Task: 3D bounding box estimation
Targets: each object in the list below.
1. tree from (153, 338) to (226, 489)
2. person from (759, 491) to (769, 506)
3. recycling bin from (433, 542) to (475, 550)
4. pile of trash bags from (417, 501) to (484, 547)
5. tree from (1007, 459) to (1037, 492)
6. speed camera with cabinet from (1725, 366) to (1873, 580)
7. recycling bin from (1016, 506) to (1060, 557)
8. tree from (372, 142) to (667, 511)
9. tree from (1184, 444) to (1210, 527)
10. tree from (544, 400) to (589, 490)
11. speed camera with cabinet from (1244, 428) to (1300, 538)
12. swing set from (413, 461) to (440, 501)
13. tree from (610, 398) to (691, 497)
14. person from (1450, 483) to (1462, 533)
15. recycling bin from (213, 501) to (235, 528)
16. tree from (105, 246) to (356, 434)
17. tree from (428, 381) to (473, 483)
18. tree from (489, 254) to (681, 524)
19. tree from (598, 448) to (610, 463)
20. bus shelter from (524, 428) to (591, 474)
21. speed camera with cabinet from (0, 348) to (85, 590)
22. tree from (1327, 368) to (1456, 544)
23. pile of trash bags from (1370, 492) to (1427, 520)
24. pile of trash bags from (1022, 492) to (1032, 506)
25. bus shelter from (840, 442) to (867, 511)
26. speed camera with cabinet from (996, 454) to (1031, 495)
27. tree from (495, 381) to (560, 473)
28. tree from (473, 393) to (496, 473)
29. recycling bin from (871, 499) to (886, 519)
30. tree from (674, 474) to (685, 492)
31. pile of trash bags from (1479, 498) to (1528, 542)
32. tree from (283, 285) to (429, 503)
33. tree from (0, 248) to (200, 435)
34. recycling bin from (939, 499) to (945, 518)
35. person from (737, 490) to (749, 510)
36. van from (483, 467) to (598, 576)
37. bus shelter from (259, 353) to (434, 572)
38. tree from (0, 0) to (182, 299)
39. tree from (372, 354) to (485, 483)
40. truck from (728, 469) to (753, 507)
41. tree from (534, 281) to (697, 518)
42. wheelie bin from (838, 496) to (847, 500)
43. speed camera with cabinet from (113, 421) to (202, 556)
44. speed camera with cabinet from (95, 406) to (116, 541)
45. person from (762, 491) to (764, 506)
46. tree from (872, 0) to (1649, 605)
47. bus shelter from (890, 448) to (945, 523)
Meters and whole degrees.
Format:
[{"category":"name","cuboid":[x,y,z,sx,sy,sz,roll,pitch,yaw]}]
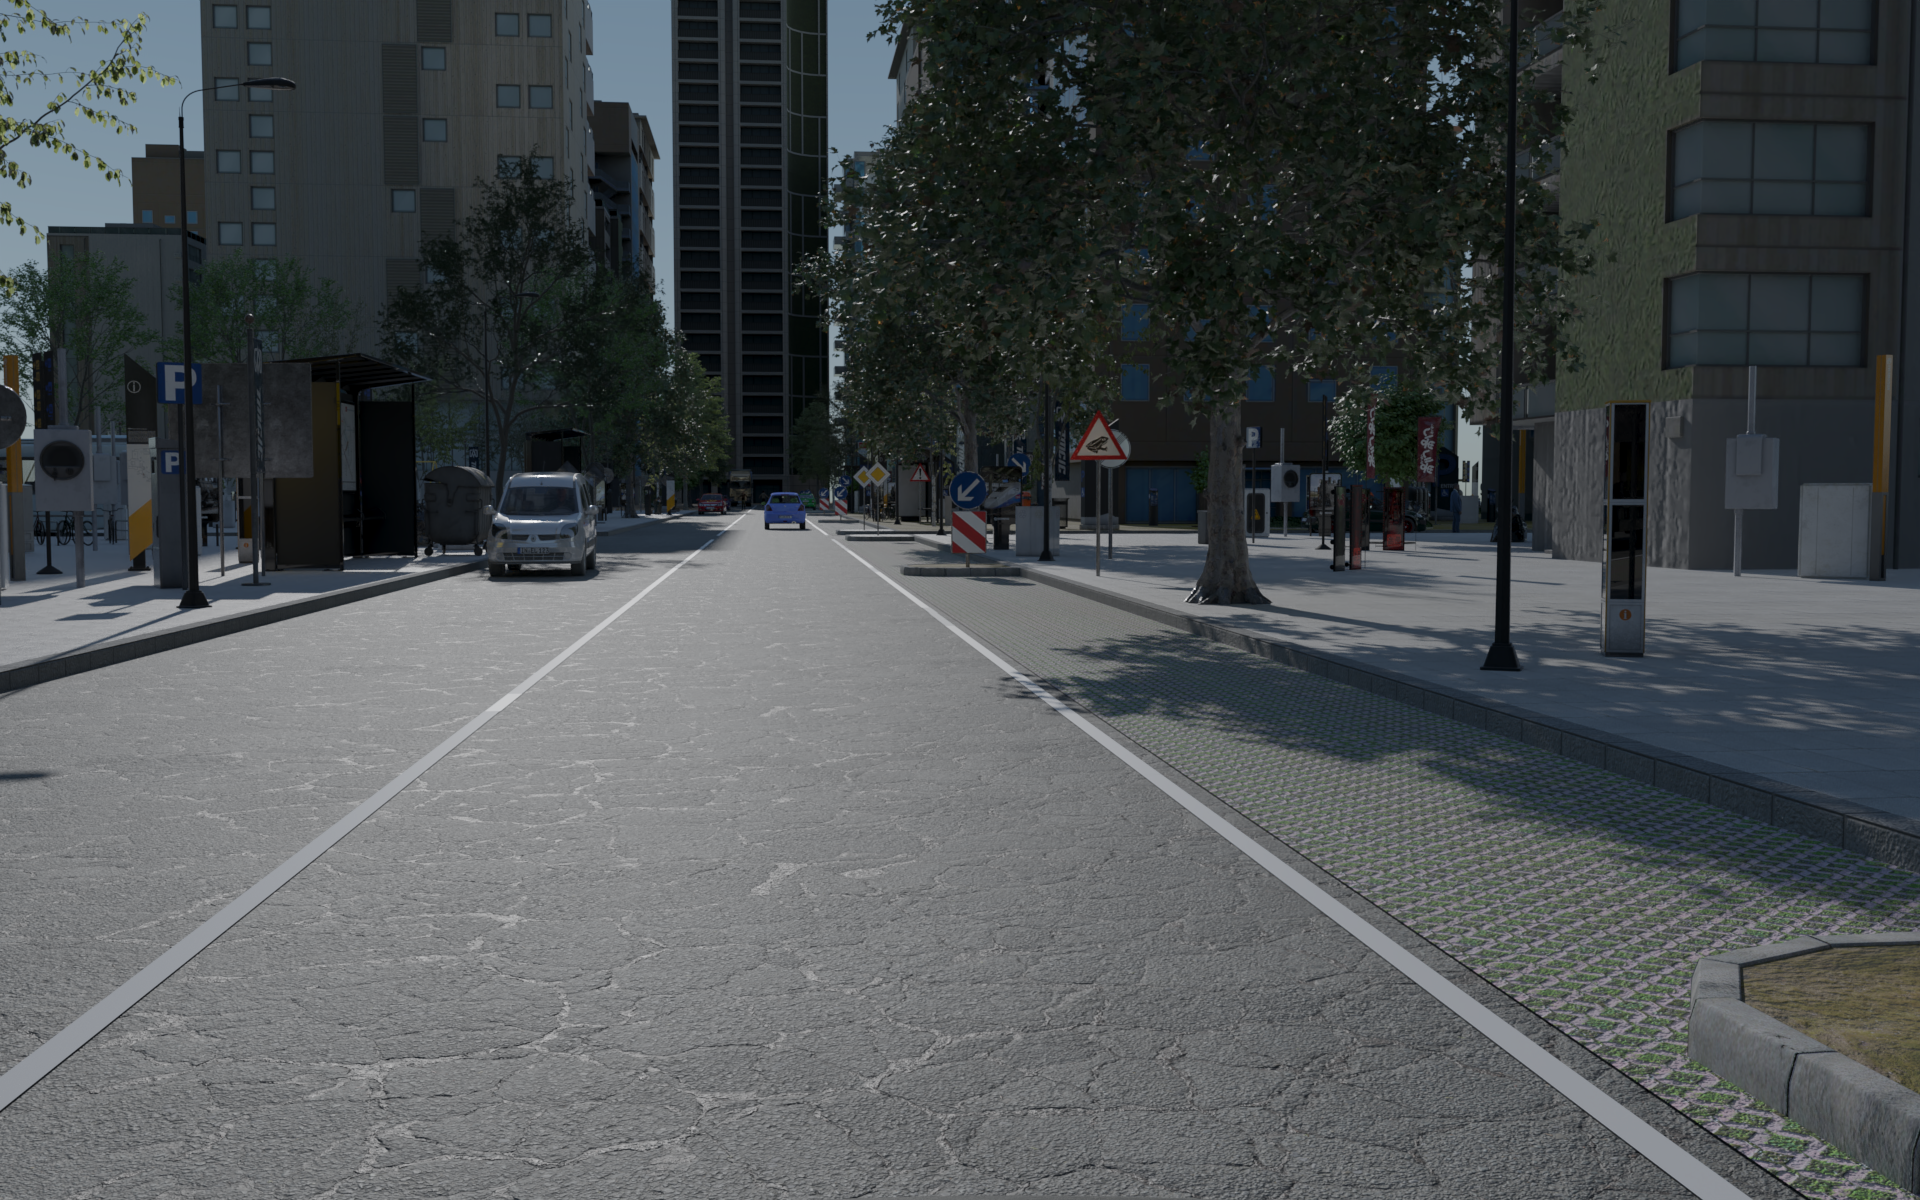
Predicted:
[{"category":"tree","cuboid":[-36.271,-8.093,82.684,4.737,8.622,4.395,0,3,0]},{"category":"person","cuboid":[-23.376,-12.089,206.171,1.348,1.823,0.705,1,4,22]},{"category":"recycling bin","cuboid":[-12.122,-1.769,41.481,0.722,1.027,0.722,2,4,35]},{"category":"pile of trash bags","cuboid":[-12.957,-2.079,43.749,1.912,1.369,3.447,0,4,-5]},{"category":"tree","cuboid":[2.553,-5.204,79.686,1.663,3.219,1.824,0,3,0]},{"category":"speed camera with cabinet","cuboid":[12.913,-1.973,26.596,2.038,3.252,0.660,2,4,34]},{"category":"recycling bin","cuboid":[1.607,-1.422,35.804,0.722,1.027,0.722,2,4,26]},{"category":"tree","cuboid":[-12.112,-6.824,45.982,7.601,10.594,8.767,1,4,22]},{"category":"tree","cuboid":[9.512,-4.435,67.109,1.663,3.219,1.824,0,3,0]},{"category":"tree","cuboid":[-26.571,-10.340,119.427,4.737,8.622,4.395,0,3,0]},{"category":"speed camera with cabinet","cuboid":[9.125,-3.500,51.557,2.038,3.252,0.660,-2,4,-25]},{"category":"swing set","cuboid":[-26.236,-5.191,82.489,3.119,2.851,2.862,0,4,5]},{"category":"tree","cuboid":[-19.018,-9.752,109.805,4.360,8.622,3.978,0,3,0]},{"category":"person","cuboid":[16.814,-3.058,58.672,0.419,1.800,0.721,0,4,1]},{"category":"recycling bin","cuboid":[-27.903,-3.247,65.647,0.722,1.027,0.722,-1,4,-17]},{"category":"tree","cuboid":[-29.263,-8.937,71.868,9.928,11.665,9.643,0,3,0]},{"category":"tree","cuboid":[-29.751,-8.839,94.884,4.360,8.622,3.978,0,3,0]},{"category":"tree","cuboid":[-16.208,-9.138,75.169,9.928,11.665,9.643,0,3,0]},{"category":"tree","cuboid":[-27.305,-10.894,128.475,4.360,8.622,3.978,0,3,0]},{"category":"bus shelter","cuboid":[-14.878,-4.466,64.296,1.731,3.624,6.357,0,4,-6]},{"category":"speed camera with cabinet","cuboid":[-12.766,-1.765,23.186,2.038,3.252,0.660,-1,4,-23]},{"category":"tree","cuboid":[11.220,-3.752,45.058,4.285,4.588,4.351,0,3,0]},{"category":"pile of trash bags","cuboid":[16.964,-3.597,68.568,3.447,1.369,1.912,-3,5,-41]},{"category":"pile of trash bags","cuboid":[2.180,-3.969,74.645,1.912,1.369,3.447,-2,4,-25]},{"category":"bus shelter","cuboid":[-7.900,-9.340,130.344,2.179,5.291,8.768,0,4,-6]},{"category":"speed camera with cabinet","cuboid":[2.475,-5.614,86.129,2.038,3.252,0.660,-1,4,-13]},{"category":"tree","cuboid":[-27.973,-9.992,113.737,4.360,8.622,3.978,0,3,0]},{"category":"tree","cuboid":[-32.693,-10.286,118.537,4.360,8.622,3.978,0,3,0]},{"category":"recycling bin","cuboid":[-4.295,-4.798,91.001,0.722,1.027,0.722,0,4,-7]},{"category":"tree","cuboid":[-21.719,-8.267,129.765,1.663,3.219,1.824,0,3,0]},{"category":"pile of trash bags","cuboid":[15.761,-2.209,45.871,3.447,1.369,1.912,3,5,39]},{"category":"tree","cuboid":[-22.281,-6.835,62.122,4.360,8.622,3.978,0,3,0]},{"category":"tree","cuboid":[-37.610,-8.997,72.863,9.928,11.665,9.643,0,3,0]},{"category":"recycling bin","cuboid":[-0.938,-4.844,91.756,0.722,1.027,0.722,-1,4,-17]},{"category":"person","cuboid":[-19.032,-8.736,151.851,1.217,1.766,0.721,2,4,24]},{"category":"van","cuboid":[-7.567,-1.499,31.526,2.013,2.044,4.112,0,4,-8]},{"category":"bus shelter","cuboid":[-11.120,-2.478,31.797,1.731,3.624,6.357,0,4,-6]},{"category":"tree","cuboid":[-8.376,-3.826,12.924,4.360,8.622,3.978,0,3,0]},{"category":"tree","cuboid":[-27.050,-8.524,89.737,4.737,8.622,4.395,0,3,0]},{"category":"truck","cuboid":[-25.093,-12.815,198.433,2.839,4.237,11.283,0,4,-6]},{"category":"tree","cuboid":[-17.725,-10.715,92.202,9.611,12.733,9.660,0,3,0]},{"category":"wheelie bin","cuboid":[-8.453,-7.136,124.582,0.693,1.594,0.980,-1,4,-9]},{"category":"speed camera with cabinet","cuboid":[-16.717,-2.560,36.199,2.038,3.252,0.660,2,4,33]},{"category":"speed camera with cabinet","cuboid":[-19.092,-2.779,39.773,0.660,3.252,2.038,3,5,44]},{"category":"person","cuboid":[-24.052,-12.453,212.066,0.705,1.831,1.348,-1,4,-15]},{"category":"tree","cuboid":[3.045,-6.303,20.067,9.611,12.733,9.660,0,3,0]},{"category":"bus shelter","cuboid":[-1.950,-5.156,78.231,2.014,3.302,5.546,0,4,-6]}]
